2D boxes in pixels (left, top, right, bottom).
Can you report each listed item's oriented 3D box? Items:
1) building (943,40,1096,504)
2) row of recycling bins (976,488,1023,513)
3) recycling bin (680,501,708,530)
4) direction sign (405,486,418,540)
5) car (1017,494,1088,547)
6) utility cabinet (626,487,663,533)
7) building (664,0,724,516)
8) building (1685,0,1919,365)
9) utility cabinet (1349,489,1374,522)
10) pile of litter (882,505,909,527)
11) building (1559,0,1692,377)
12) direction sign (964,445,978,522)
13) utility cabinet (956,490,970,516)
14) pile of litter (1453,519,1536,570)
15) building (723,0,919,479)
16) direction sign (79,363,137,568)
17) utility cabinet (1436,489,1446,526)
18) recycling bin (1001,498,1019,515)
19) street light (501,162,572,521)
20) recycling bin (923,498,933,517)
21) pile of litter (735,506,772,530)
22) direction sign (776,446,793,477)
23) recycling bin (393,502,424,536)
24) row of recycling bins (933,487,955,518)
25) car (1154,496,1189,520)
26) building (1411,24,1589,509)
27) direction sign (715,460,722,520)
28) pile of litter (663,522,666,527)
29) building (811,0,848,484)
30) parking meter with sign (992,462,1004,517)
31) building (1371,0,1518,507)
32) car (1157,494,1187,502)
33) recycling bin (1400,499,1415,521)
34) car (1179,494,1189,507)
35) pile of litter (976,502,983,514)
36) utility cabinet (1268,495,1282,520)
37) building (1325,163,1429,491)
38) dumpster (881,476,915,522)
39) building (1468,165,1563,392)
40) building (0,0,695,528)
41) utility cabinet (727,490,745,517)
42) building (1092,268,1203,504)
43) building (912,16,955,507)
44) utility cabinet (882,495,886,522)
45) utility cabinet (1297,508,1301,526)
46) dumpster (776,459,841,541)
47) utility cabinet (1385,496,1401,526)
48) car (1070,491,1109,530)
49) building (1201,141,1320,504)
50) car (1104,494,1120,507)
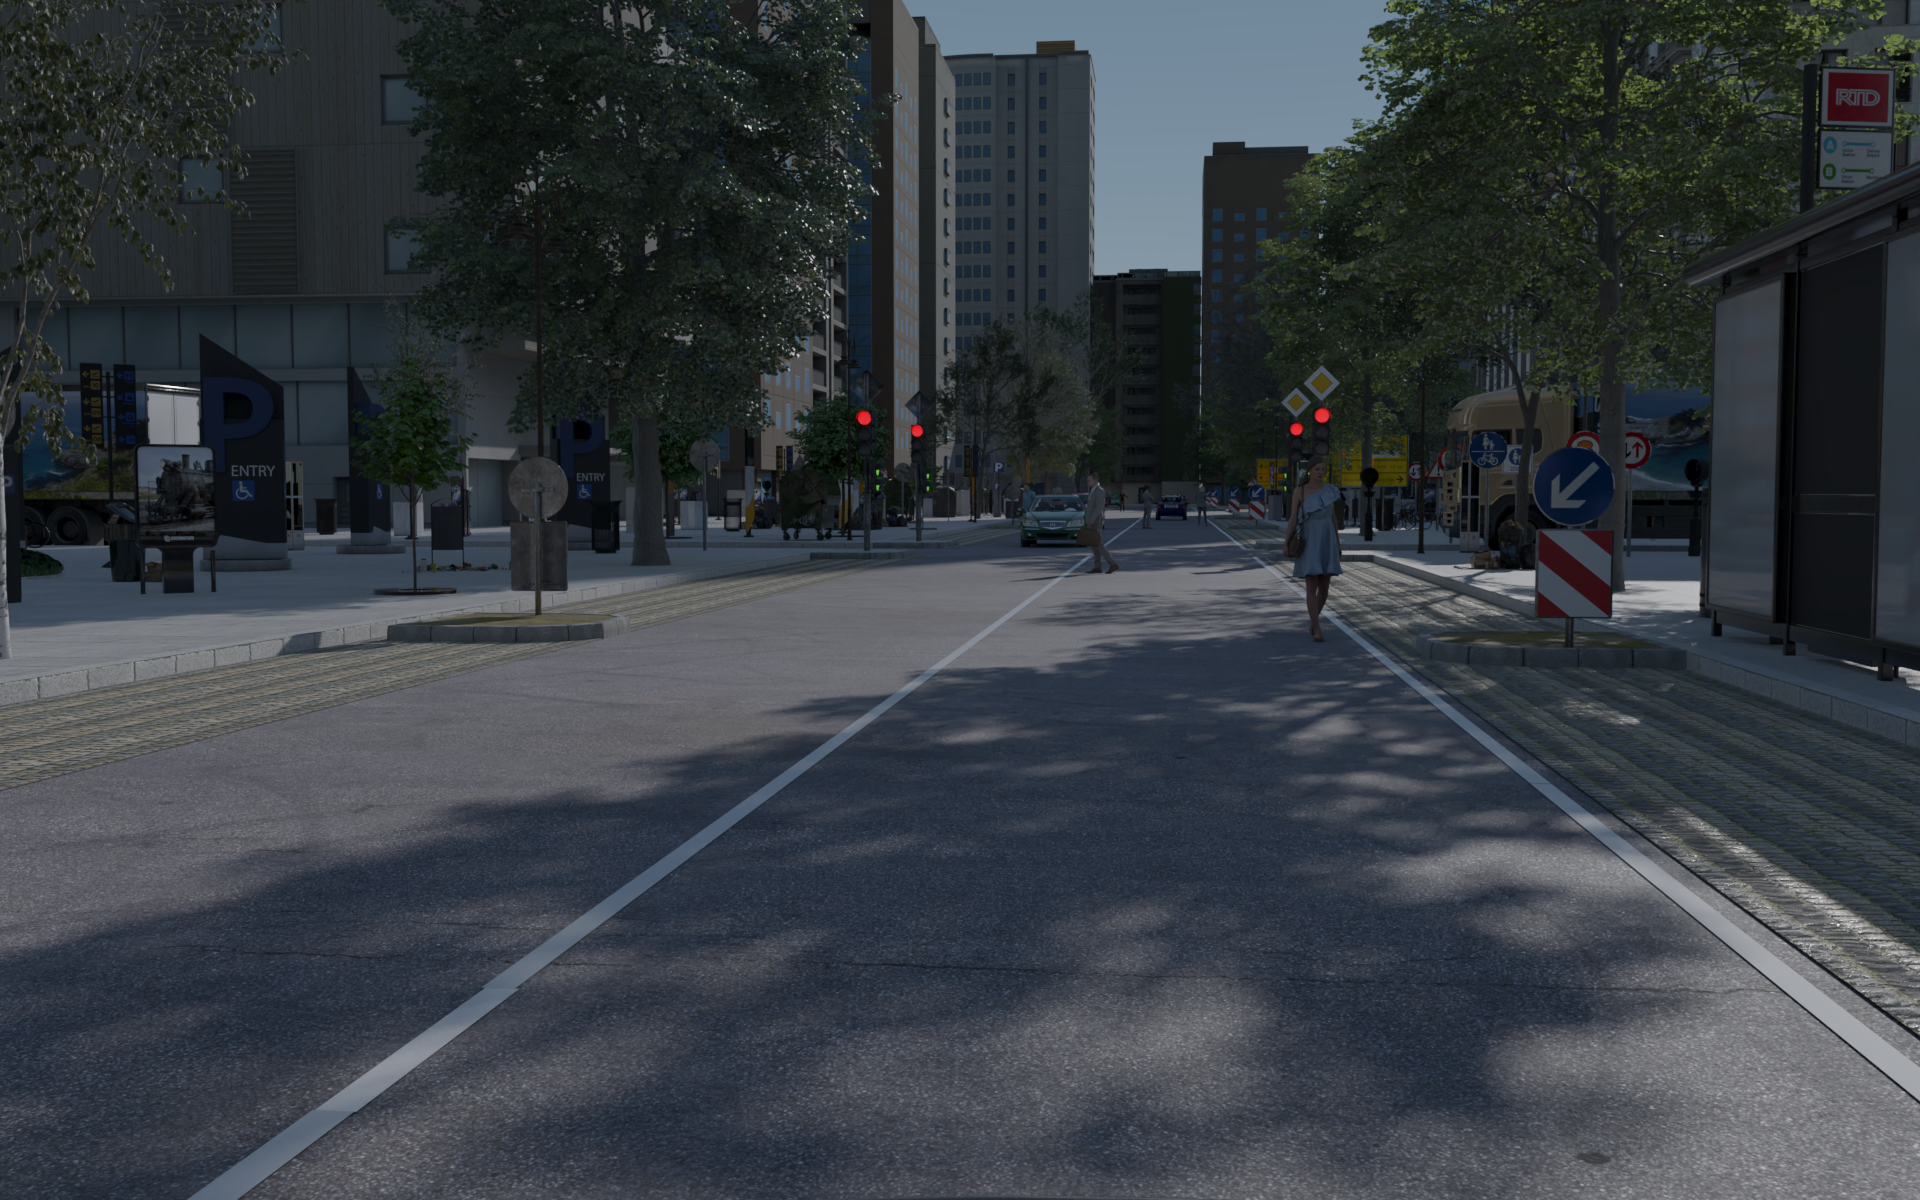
[{"bbox_3d":[3.661,-42.086,230.106,28.212,58.520,21.231,0,4,7],"label":"building"},{"bbox_3d":[2.766,-6.771,117.824,3.534,1.692,1.069,-1,4,-15],"label":"row of recycling bins"},{"bbox_3d":[-9.535,-3.031,62.108,0.722,1.027,0.722,2,4,29],"label":"recycling bin"},{"bbox_3d":[-15.489,-3.474,48.799,0.379,3.537,0.876,-2,4,-27],"label":"direction sign"},{"bbox_3d":[2.707,-2.229,48.242,2.131,1.459,4.920,0,4,6],"label":"car"},{"bbox_3d":[-10.375,-2.954,56.979,1.173,1.500,0.318,0,4,-2],"label":"utility cabinet"},{"bbox_3d":[-17.260,-27.827,105.088,14.600,45.320,14.200,0,4,7],"label":"building"},{"bbox_3d":[35.867,-12.612,60.950,16.860,20.320,10.420,0,4,7],"label":"building"},{"bbox_3d":[18.380,-4.323,79.367,1.173,1.500,0.318,-2,4,-25],"label":"utility cabinet"},{"bbox_3d":[-2.767,-3.269,67.412,1.719,0.858,1.176,-1,4,-19],"label":"pile of litter"},{"bbox_3d":[37.065,-17.991,81.537,14.401,28.519,23.554,0,4,7],"label":"building"},{"bbox_3d":[0.515,-5.381,79.975,0.876,3.537,0.379,3,5,44],"label":"direction sign"},{"bbox_3d":[0.167,-5.610,100.402,0.318,1.500,1.173,2,4,26],"label":"utility cabinet"},{"bbox_3d":[9.314,-0.969,29.815,1.719,0.858,1.176,0,4,4],"label":"pile of litter"},{"bbox_3d":[-11.486,-30.691,151.913,14.600,45.320,14.200,0,4,7],"label":"building"},{"bbox_3d":[-14.802,-2.335,30.179,0.876,3.537,0.379,-3,4,-36],"label":"direction sign"},{"bbox_3d":[19.772,-3.738,69.790,1.173,1.500,0.318,-2,4,-25],"label":"utility cabinet"},{"bbox_3d":[3.078,-5.597,104.071,0.722,1.027,0.722,1,4,19],"label":"recycling bin"},{"bbox_3d":[-5.965,-3.168,24.586,0.468,5.910,1.993,0,4,7],"label":"street light"},{"bbox_3d":[-1.657,-5.286,98.984,0.722,1.027,0.722,3,4,37],"label":"recycling bin"},{"bbox_3d":[-7.594,-3.024,63.415,1.176,0.858,1.719,3,5,44],"label":"pile of litter"},{"bbox_3d":[-8.192,-5.439,80.929,0.876,3.537,0.379,1,4,21],"label":"direction sign"},{"bbox_3d":[-16.979,-2.493,53.318,0.722,1.027,0.722,0,3,0],"label":"recycling bin"},{"bbox_3d":[-0.855,-5.430,95.896,1.069,1.692,3.534,-1,4,-8],"label":"row of recycling bins"},{"bbox_3d":[11.678,-5.080,95.637,1.945,1.354,3.894,0,4,7],"label":"car"},{"bbox_3d":[52.404,-27.065,134.391,32.217,40.220,23.993,0,4,7],"label":"building"},{"bbox_3d":[-11.873,-5.696,85.133,0.379,3.537,0.876,0,4,2],"label":"direction sign"},{"bbox_3d":[-12.245,-3.341,68.583,1.719,0.858,1.176,3,5,40],"label":"pile of litter"},{"bbox_3d":[-17.468,-42.575,134.357,20.563,71.187,20.611,0,4,7],"label":"building"},{"bbox_3d":[2.059,-6.085,95.744,0.543,3.016,1.738,0,4,-4],"label":"parking meter with sign"},{"bbox_3d":[51.748,-51.908,161.372,22.319,86.520,31.000,0,4,7],"label":"building"},{"bbox_3d":[14.246,-6.524,116.451,2.009,1.686,4.222,1,4,8],"label":"car"},{"bbox_3d":[21.658,-4.361,83.856,0.722,1.027,0.722,0,4,1],"label":"recycling bin"},{"bbox_3d":[18.100,-8.243,144.561,2.009,1.686,4.222,0,4,6],"label":"car"},{"bbox_3d":[0.892,-6.049,112.871,1.176,0.858,1.719,0,4,-7],"label":"pile of litter"},{"bbox_3d":[15.473,-4.523,85.116,0.306,1.237,1.020,2,4,33],"label":"utility cabinet"},{"bbox_3d":[60.126,-34.821,223.942,28.867,44.769,22.147,0,4,7],"label":"building"},{"bbox_3d":[-2.831,-4.792,80.842,1.502,2.255,1.985,0,4,7],"label":"dumpster"},{"bbox_3d":[39.613,-16.141,105.712,13.314,21.916,24.055,0,4,7],"label":"building"},{"bbox_3d":[-27.822,-29.794,76.375,28.713,52.752,27.495,0,4,7],"label":"building"},{"bbox_3d":[-12.443,-5.406,97.067,1.173,1.500,0.318,0,4,6],"label":"utility cabinet"},{"bbox_3d":[24.257,-27.732,225.113,14.107,30.474,14.160,0,4,7],"label":"building"},{"bbox_3d":[-12.231,-33.734,175.245,21.600,48.544,21.300,0,4,7],"label":"building"},{"bbox_3d":[-3.885,-4.114,78.418,1.020,1.237,0.306,-2,4,-26],"label":"utility cabinet"},{"bbox_3d":[13.628,-3.687,68.963,0.318,1.500,1.173,2,4,30],"label":"utility cabinet"},{"bbox_3d":[-4.225,-2.793,48.161,1.502,2.255,1.985,0,4,7],"label":"dumpster"},{"bbox_3d":[17.403,-3.580,69.697,0.306,1.237,1.020,0,4,-6],"label":"utility cabinet"},{"bbox_3d":[4.963,-3.751,70.370,2.155,1.783,4.494,0,4,6],"label":"car"},{"bbox_3d":[38.282,-35.024,222.749,14.200,45.320,14.600,0,4,7],"label":"building"},{"bbox_3d":[16.901,-11.176,191.529,1.959,1.807,4.718,0,4,7],"label":"car"}]
